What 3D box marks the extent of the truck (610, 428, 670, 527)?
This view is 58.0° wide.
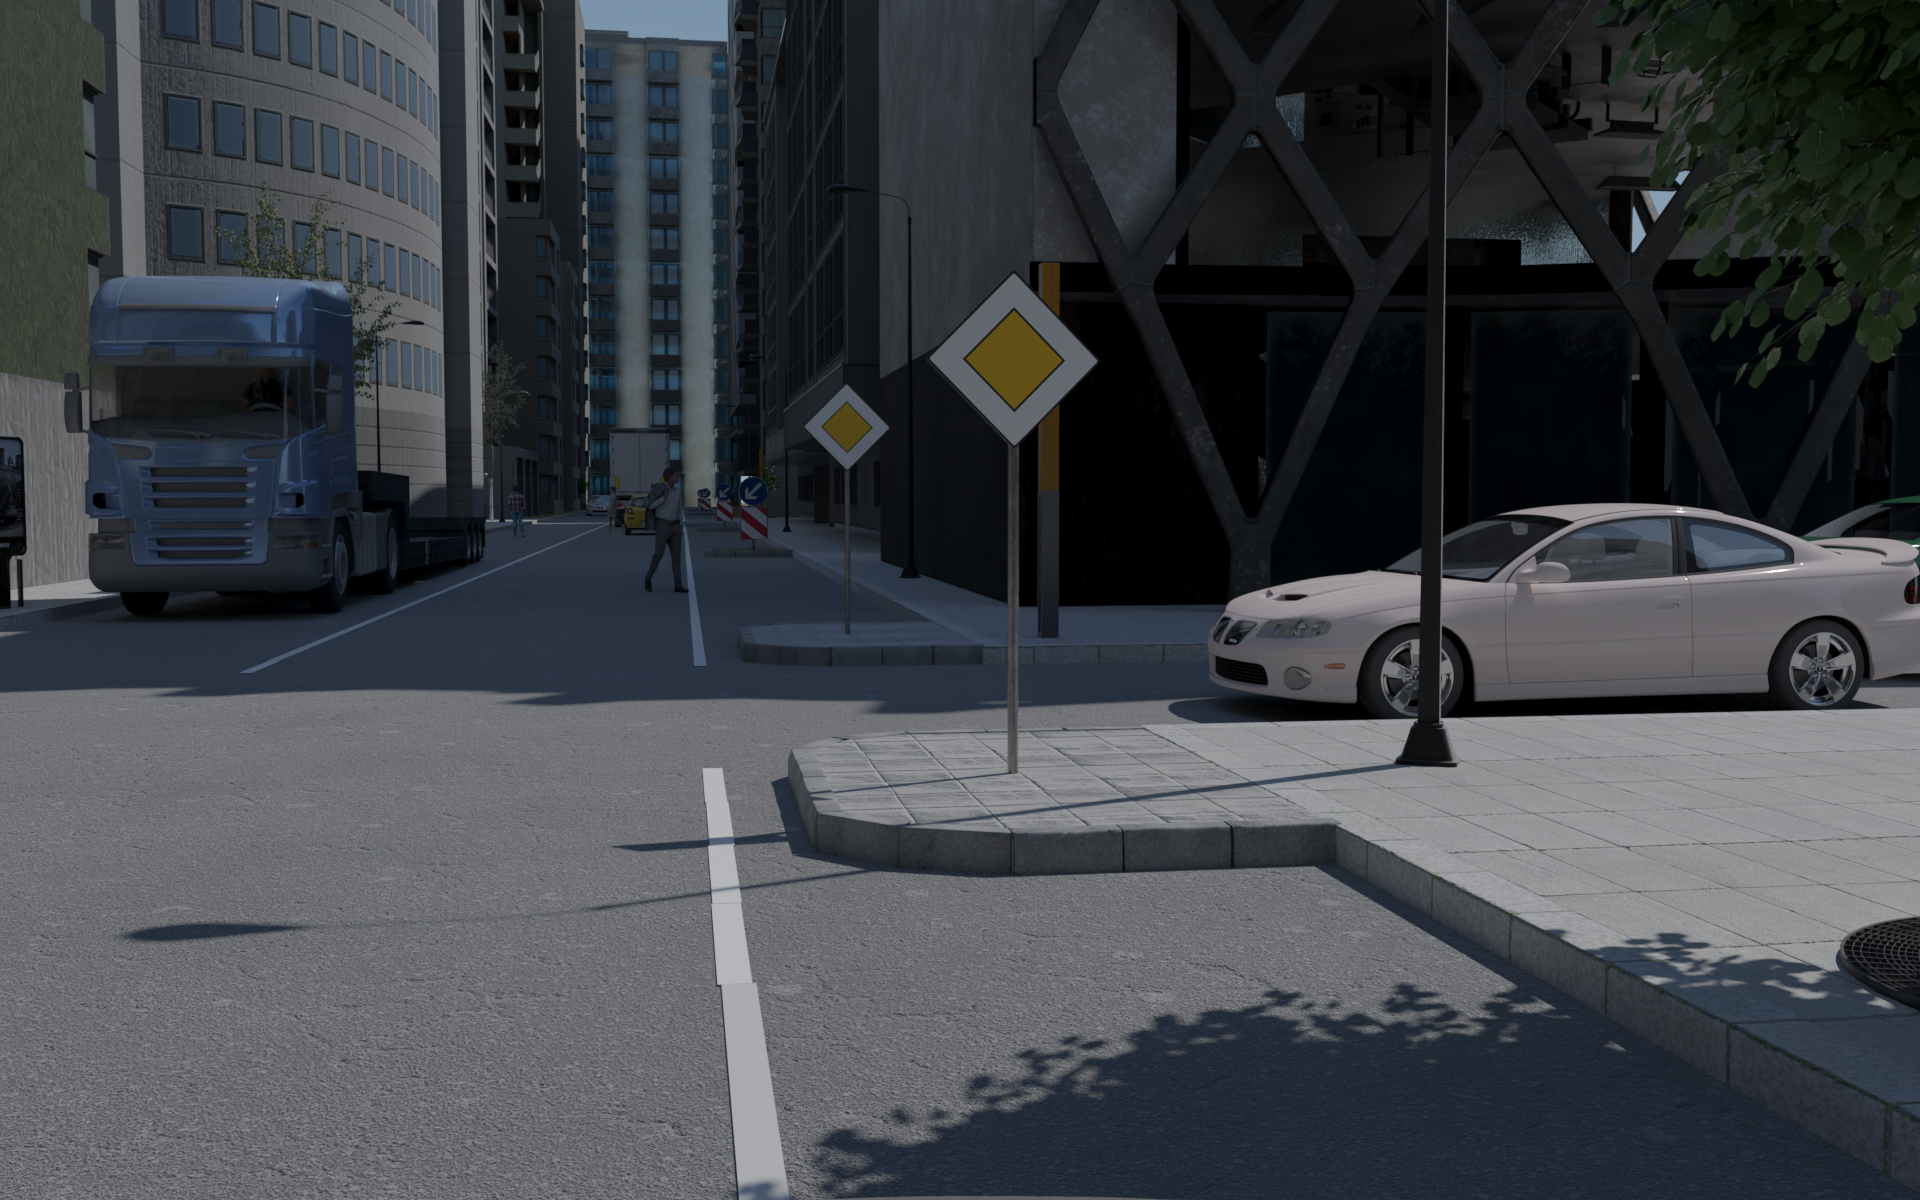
[{"bbox_3d":[-14.433,-5.497,78.782,2.839,4.237,11.283,-1,4,-9],"label":"truck"}]

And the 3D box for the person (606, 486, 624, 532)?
[{"bbox_3d":[-12.984,-3.412,65.040,0.466,1.731,0.760,3,5,42],"label":"person"}]

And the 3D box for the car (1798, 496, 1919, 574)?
[{"bbox_3d":[8.821,-0.151,14.264,4.920,1.459,2.131,-1,4,-11],"label":"car"}]

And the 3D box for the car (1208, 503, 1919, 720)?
[{"bbox_3d":[4.072,0.037,11.761,4.827,1.381,2.083,-1,4,-11],"label":"car"}]

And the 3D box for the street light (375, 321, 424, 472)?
[{"bbox_3d":[-15.026,-4.518,46.410,1.470,5.913,1.316,-1,4,-9],"label":"street light"}]

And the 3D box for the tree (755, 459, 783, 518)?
[{"bbox_3d":[-10.420,-6.033,93.240,1.663,3.219,1.824,0,3,0],"label":"tree"}]

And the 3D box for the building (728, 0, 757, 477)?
[{"bbox_3d":[-6.538,-34.493,153.194,28.713,52.752,27.495,-1,4,-9],"label":"building"}]

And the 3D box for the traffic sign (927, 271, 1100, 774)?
[{"bbox_3d":[0.240,-0.260,7.901,0.795,2.450,0.064,-1,4,-9],"label":"traffic sign"}]

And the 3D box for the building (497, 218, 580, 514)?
[{"bbox_3d":[-41.672,-16.894,121.253,27.650,21.520,28.899,-1,4,-9],"label":"building"}]

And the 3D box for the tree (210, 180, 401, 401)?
[{"bbox_3d":[-15.838,-5.584,41.658,4.737,8.622,4.395,0,3,0],"label":"tree"}]

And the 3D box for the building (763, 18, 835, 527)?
[{"bbox_3d":[-0.748,-15.708,75.894,14.314,24.678,30.058,-1,4,-9],"label":"building"}]

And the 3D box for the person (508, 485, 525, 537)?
[{"bbox_3d":[-14.728,-2.949,57.560,0.563,1.720,0.643,-1,4,-18],"label":"person"}]

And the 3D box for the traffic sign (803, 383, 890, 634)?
[{"bbox_3d":[-1.030,-0.743,15.784,0.795,2.450,0.064,-1,4,-9],"label":"traffic sign"}]

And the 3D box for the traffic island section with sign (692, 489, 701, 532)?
[{"bbox_3d":[-9.204,-3.556,66.775,1.989,1.847,2.006,-1,4,-9],"label":"traffic island section with sign"}]

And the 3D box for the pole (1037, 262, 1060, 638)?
[{"bbox_3d":[0.788,-1.319,15.406,0.158,3.312,0.155,0,3,0],"label":"pole"}]

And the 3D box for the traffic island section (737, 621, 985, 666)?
[{"bbox_3d":[-1.008,0.392,15.865,2.009,0.180,2.903,-1,4,-9],"label":"traffic island section"}]

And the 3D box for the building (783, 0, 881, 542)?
[{"bbox_3d":[2.758,-15.621,48.918,14.314,27.812,24.014,-1,4,-9],"label":"building"}]

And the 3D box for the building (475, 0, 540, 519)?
[{"bbox_3d":[-34.565,-40.202,95.557,20.563,71.187,20.611,-1,4,-9],"label":"building"}]

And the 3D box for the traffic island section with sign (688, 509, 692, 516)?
[{"bbox_3d":[-17.192,-6.587,116.330,1.989,1.847,2.006,-1,4,-9],"label":"traffic island section with sign"}]

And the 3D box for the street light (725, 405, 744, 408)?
[{"bbox_3d":[-11.516,-7.195,90.177,1.470,5.913,1.316,-1,4,-9],"label":"street light"}]

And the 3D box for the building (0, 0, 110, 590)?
[{"bbox_3d":[-19.251,-15.115,18.834,14.160,30.474,14.107,-1,4,-9],"label":"building"}]

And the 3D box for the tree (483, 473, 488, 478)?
[{"bbox_3d":[-21.570,-4.941,75.383,1.663,3.219,1.824,0,3,0],"label":"tree"}]

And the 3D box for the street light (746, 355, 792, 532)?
[{"bbox_3d":[-6.379,-5.240,58.215,1.470,5.913,1.316,-1,4,-9],"label":"street light"}]

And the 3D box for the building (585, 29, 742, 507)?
[{"bbox_3d":[-37.482,-34.375,181.642,30.456,49.044,23.786,-1,4,-9],"label":"building"}]

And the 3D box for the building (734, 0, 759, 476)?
[{"bbox_3d":[-4.763,-28.723,124.251,22.147,44.769,28.867,-1,4,-9],"label":"building"}]

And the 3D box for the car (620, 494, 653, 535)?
[{"bbox_3d":[-11.093,-3.151,61.745,2.015,1.641,3.980,-1,4,-10],"label":"car"}]

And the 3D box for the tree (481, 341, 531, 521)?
[{"bbox_3d":[-22.612,-8.080,82.475,4.360,8.622,3.978,0,3,0],"label":"tree"}]

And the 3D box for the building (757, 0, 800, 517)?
[{"bbox_3d":[-4.961,-20.248,102.749,14.160,30.474,14.107,-1,4,-9],"label":"building"}]

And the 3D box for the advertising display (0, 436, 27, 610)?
[{"bbox_3d":[-10.704,-0.854,19.181,0.123,1.923,0.974,0,4,6],"label":"advertising display"}]

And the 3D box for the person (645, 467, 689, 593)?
[{"bbox_3d":[-4.314,-1.020,25.280,0.850,1.850,0.679,3,4,38],"label":"person"}]

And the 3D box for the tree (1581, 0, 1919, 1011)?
[{"bbox_3d":[3.139,-1.264,4.380,4.285,4.588,4.351,0,3,0],"label":"tree"}]

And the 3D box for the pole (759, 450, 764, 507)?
[{"bbox_3d":[-9.159,-5.270,80.007,0.158,3.312,0.155,0,3,0],"label":"pole"}]

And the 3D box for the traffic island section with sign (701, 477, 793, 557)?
[{"bbox_3d":[-4.925,-1.929,40.160,1.989,1.847,2.006,-1,4,-9],"label":"traffic island section with sign"}]

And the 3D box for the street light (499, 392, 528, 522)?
[{"bbox_3d":[-20.248,-6.482,78.525,1.470,5.913,1.316,-1,4,-9],"label":"street light"}]

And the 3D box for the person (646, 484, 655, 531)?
[{"bbox_3d":[-11.904,-3.563,66.769,0.660,1.820,0.620,0,4,3],"label":"person"}]

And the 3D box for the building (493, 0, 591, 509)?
[{"bbox_3d":[-43.869,-32.279,151.456,21.600,48.544,21.300,-1,4,-9],"label":"building"}]

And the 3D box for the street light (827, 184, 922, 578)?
[{"bbox_3d":[-1.297,-3.285,26.244,1.470,5.913,1.316,-1,4,-9],"label":"street light"}]

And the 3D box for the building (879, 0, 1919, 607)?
[{"bbox_3d":[8.069,-9.666,25.494,16.811,18.784,16.820,-1,4,-9],"label":"building"}]

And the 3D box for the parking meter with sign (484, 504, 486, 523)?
[{"bbox_3d":[-22.064,-5.021,78.357,1.738,3.016,0.543,3,5,42],"label":"parking meter with sign"}]

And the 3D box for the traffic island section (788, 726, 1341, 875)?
[{"bbox_3d":[0.262,0.875,7.981,2.009,0.180,2.903,-1,4,-9],"label":"traffic island section"}]

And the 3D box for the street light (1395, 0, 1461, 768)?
[{"bbox_3d":[1.707,-2.171,8.034,1.470,5.913,1.316,-1,4,-9],"label":"street light"}]

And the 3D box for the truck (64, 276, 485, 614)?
[{"bbox_3d":[-9.830,-2.316,27.618,2.967,4.110,18.799,-1,4,-9],"label":"truck"}]

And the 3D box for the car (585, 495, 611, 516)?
[{"bbox_3d":[-23.884,-6.294,115.264,2.083,1.381,4.827,-1,4,-10],"label":"car"}]

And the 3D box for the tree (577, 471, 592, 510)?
[{"bbox_3d":[-30.839,-8.937,140.726,1.663,3.219,1.824,0,3,0],"label":"tree"}]

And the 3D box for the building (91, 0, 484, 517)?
[{"bbox_3d":[-28.556,-31.503,57.066,21.231,58.520,28.212,-1,4,-9],"label":"building"}]
